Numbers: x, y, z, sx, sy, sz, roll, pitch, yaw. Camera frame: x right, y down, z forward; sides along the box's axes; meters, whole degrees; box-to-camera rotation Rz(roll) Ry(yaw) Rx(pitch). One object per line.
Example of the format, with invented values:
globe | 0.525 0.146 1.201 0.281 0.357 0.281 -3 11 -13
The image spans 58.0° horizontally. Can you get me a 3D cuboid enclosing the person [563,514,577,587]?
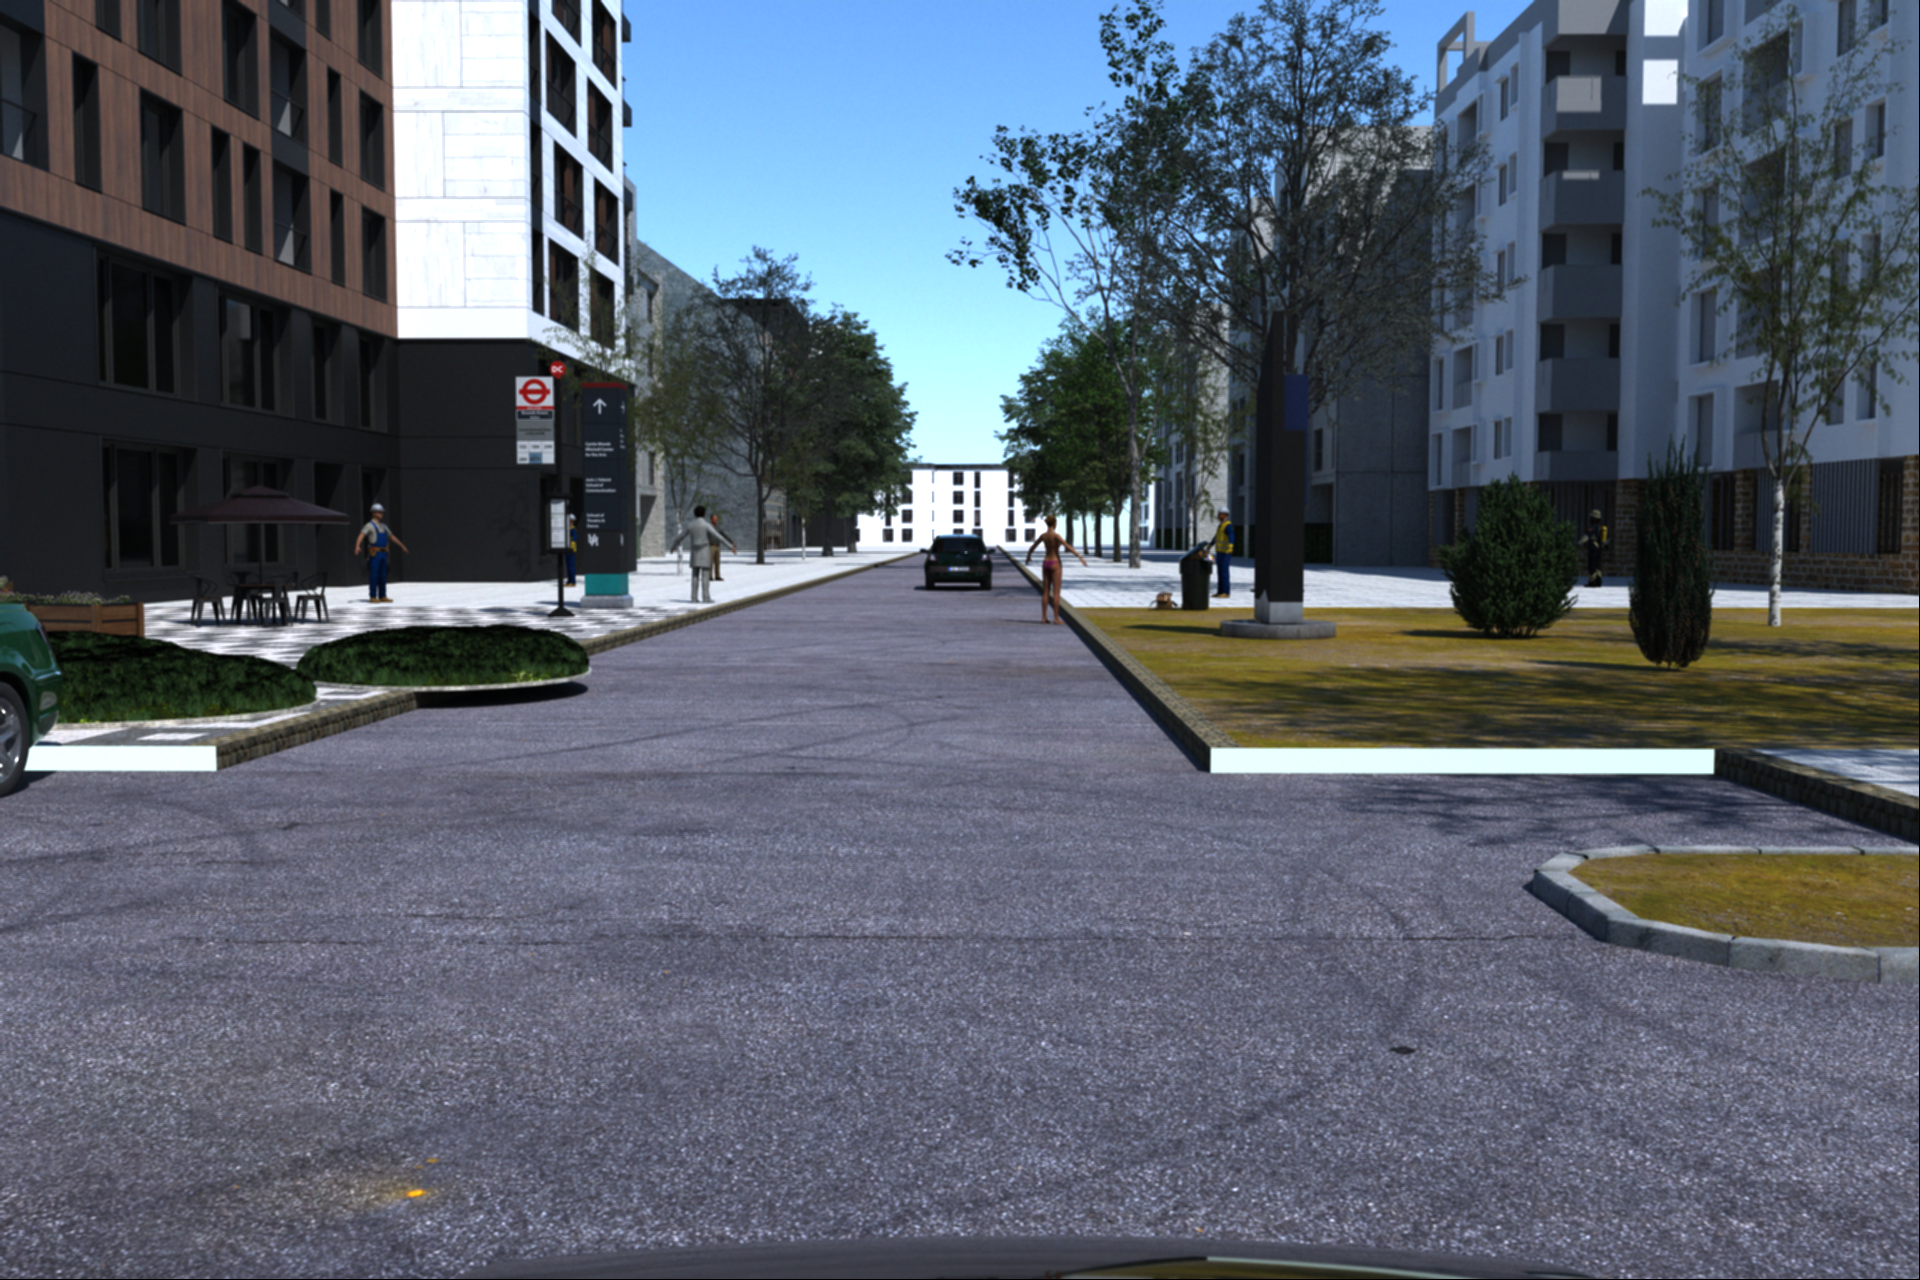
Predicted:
person | -9.594 -2.190 42.270 0.721 1.772 1.216 -2 4 -27

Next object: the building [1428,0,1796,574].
building | 22.947 -12.713 64.278 16.016 20.090 11.380 0 4 1

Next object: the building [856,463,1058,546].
building | -2.726 -15.940 205.222 28.070 9.664 9.099 1 4 10

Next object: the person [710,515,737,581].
person | -6.734 -2.525 47.552 1.348 1.796 0.705 -3 5 -44

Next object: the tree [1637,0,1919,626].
tree | 11.154 -4.505 24.015 4.360 8.622 3.978 0 3 0

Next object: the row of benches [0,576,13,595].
row of benches | -14.118 -0.590 25.105 1.422 0.672 4.104 -2 4 -28

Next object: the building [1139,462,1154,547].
building | 23.556 -14.232 174.834 9.099 9.664 28.070 0 4 1

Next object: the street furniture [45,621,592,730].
street furniture | -8.264 0.099 14.010 10.072 0.657 5.734 0 4 -4

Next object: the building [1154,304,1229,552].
building | 25.844 -16.818 141.426 16.747 18.905 31.486 0 4 1

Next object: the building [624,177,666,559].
building | -24.857 -13.073 80.205 16.747 18.905 31.486 0 4 0

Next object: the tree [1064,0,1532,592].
tree | 7.111 -7.800 37.897 12.009 13.543 11.850 0 3 0

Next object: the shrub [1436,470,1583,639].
shrub | 6.801 -1.064 21.442 1.661 2.075 1.752 0 3 0

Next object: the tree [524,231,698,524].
tree | -9.028 -5.670 43.060 4.360 8.622 3.978 0 3 0

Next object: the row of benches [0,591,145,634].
row of benches | -10.823 -0.224 19.123 4.104 0.672 1.422 1 4 21

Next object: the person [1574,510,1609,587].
person | 15.272 -2.198 41.722 1.354 1.856 0.705 -3 4 -37

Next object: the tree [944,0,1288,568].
tree | 5.633 -12.679 63.190 12.611 20.169 13.585 0 3 0

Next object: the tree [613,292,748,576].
tree | -8.607 -6.277 52.989 4.360 8.622 3.978 0 3 0

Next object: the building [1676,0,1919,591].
building | 25.133 -11.600 46.086 16.016 20.090 11.380 0 4 1

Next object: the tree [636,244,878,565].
tree | -8.326 -9.929 72.701 12.009 13.543 11.850 0 3 0

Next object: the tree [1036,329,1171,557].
tree | 7.882 -10.814 94.928 7.486 12.596 7.792 0 3 0

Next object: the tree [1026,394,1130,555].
tree | 7.454 -10.537 106.689 7.601 10.594 8.767 1 4 12

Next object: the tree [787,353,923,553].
tree | -7.263 -12.711 114.478 9.857 13.997 8.962 0 3 0

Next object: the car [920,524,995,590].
car | -0.055 -2.182 45.462 2.009 1.686 4.222 0 4 -1

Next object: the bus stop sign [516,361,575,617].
bus stop sign | -6.426 -2.332 26.831 0.855 3.939 0.416 0 3 0

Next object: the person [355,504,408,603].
person | -10.869 -1.623 32.398 0.705 1.847 1.347 2 4 24

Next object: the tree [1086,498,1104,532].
tree | 16.750 -15.779 208.349 4.360 8.622 3.978 0 3 0

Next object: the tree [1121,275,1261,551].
tree | 6.231 -5.993 48.349 4.360 8.622 3.978 0 3 0

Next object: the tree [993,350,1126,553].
tree | 7.307 -12.859 116.895 9.857 13.997 8.962 0 3 0

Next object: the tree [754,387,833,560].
tree | -7.581 -8.309 86.216 4.360 8.622 3.978 0 3 0

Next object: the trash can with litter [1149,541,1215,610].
trash can with litter | 3.737 -1.088 29.181 1.055 1.170 0.624 0 4 0

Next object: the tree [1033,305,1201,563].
tree | 7.105 -9.311 77.984 9.928 11.665 9.643 0 3 0

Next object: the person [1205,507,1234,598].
person | 5.284 -1.773 34.950 0.705 1.833 1.349 -1 4 -12

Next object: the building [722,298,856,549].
building | -25.184 -19.739 166.709 27.936 21.610 32.646 0 4 1

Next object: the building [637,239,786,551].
building | -24.031 -18.700 136.681 19.493 23.208 18.063 0 4 0

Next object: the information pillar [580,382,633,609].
information pillar | -6.119 -2.480 29.920 0.750 3.857 0.750 0 4 2

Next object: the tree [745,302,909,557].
tree | -7.446 -11.656 97.232 9.857 13.997 8.962 0 3 0

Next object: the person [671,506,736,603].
person | -4.818 -1.594 32.256 1.347 1.806 0.705 1 4 18

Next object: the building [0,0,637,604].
building | -25.294 -12.181 43.138 27.936 21.610 32.646 0 4 1

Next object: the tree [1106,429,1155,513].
tree | 20.838 -17.755 200.662 12.009 13.543 11.850 0 3 0

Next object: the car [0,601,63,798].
car | -6.121 0.232 7.997 2.131 1.459 4.920 0 4 1

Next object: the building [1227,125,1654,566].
building | 23.507 -13.287 83.694 16.747 18.905 31.486 0 4 1

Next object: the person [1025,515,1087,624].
person | 1.515 -1.128 27.709 1.217 1.733 0.721 3 5 41

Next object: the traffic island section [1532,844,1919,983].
traffic island section | 3.271 1.000 6.514 1.991 0.108 1.994 0 4 2

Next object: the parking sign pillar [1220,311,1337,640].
parking sign pillar | 3.990 -2.028 21.627 1.447 3.967 1.447 0 4 1
